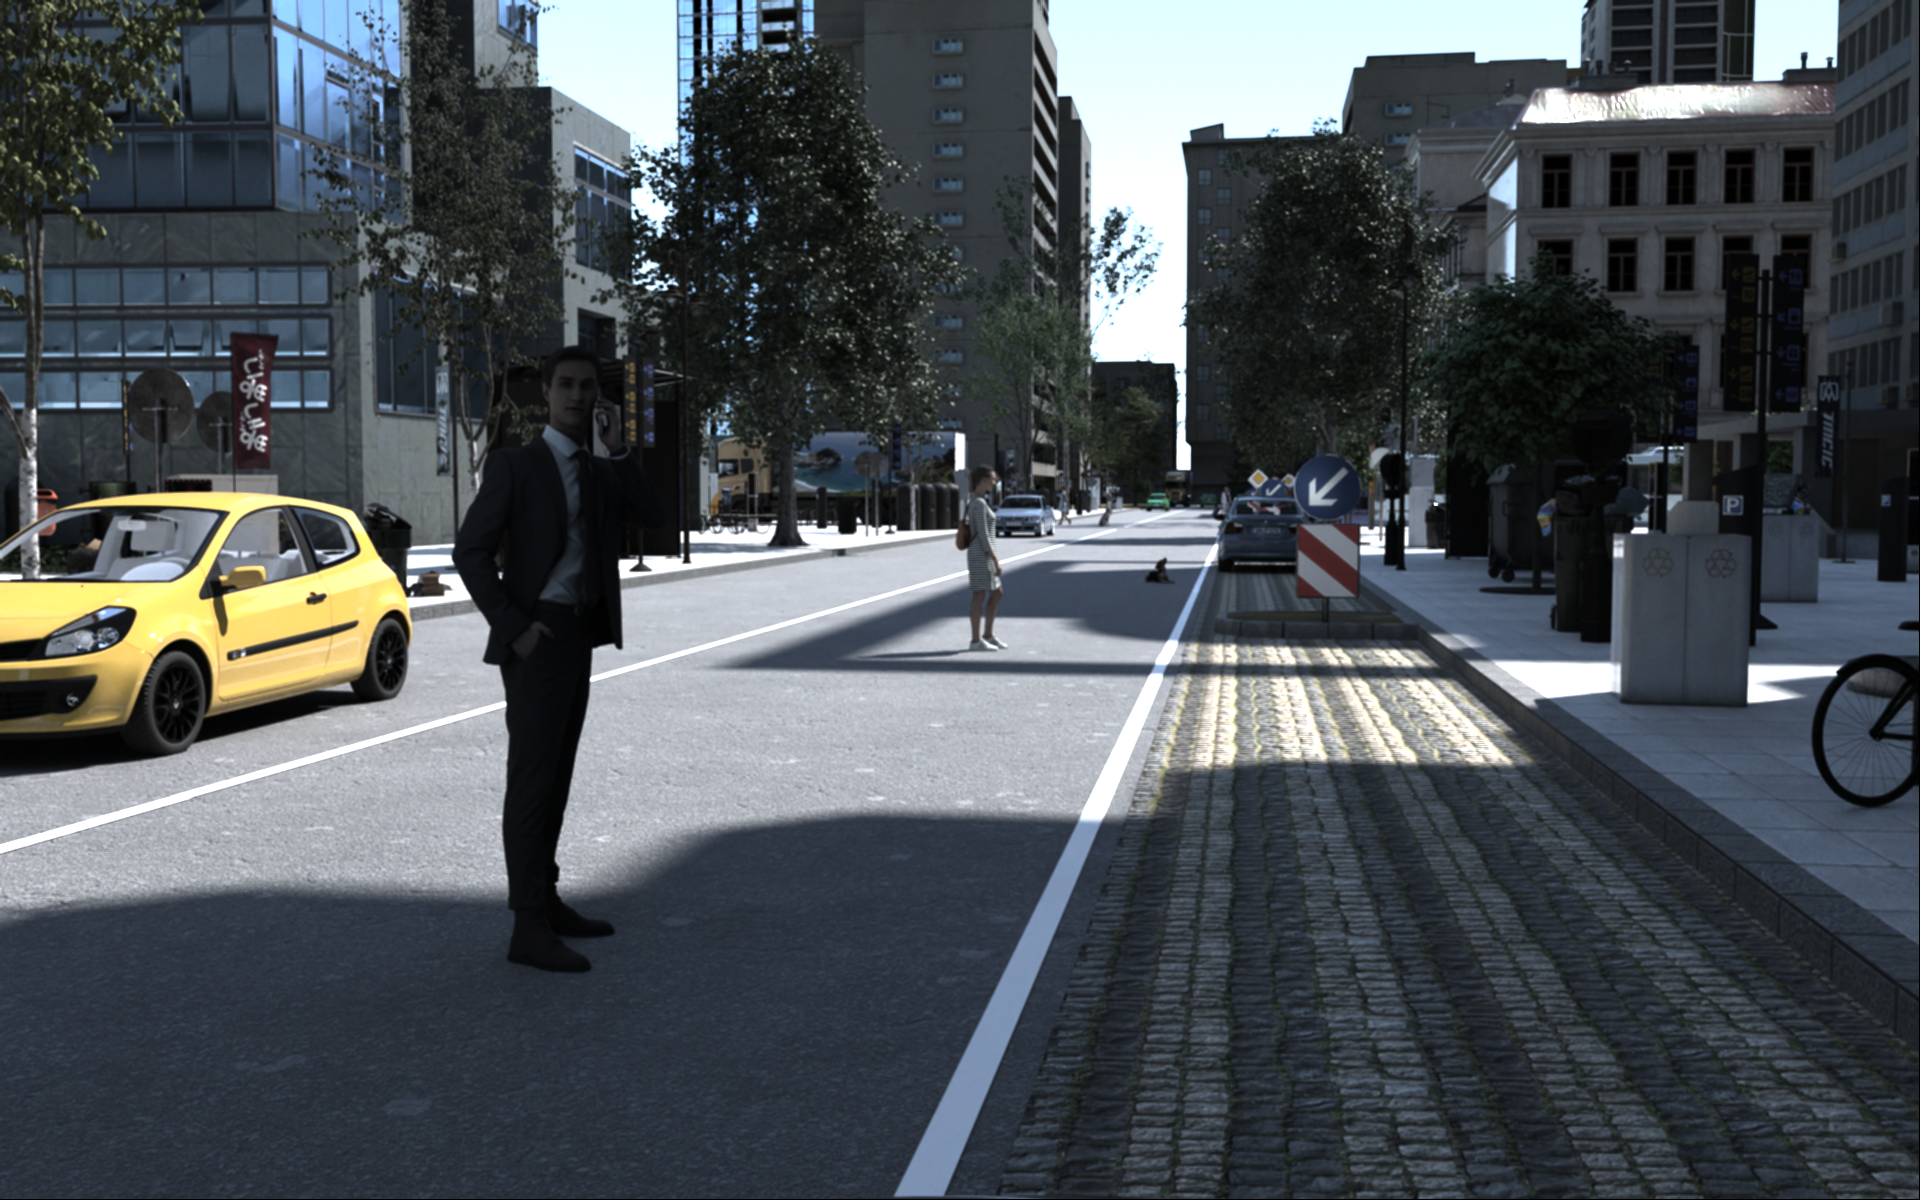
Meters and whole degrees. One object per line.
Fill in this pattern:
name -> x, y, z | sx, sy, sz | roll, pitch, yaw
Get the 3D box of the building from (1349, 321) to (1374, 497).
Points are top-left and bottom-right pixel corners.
building -> 51.419, -19.450, 163.039 | 27.650, 21.520, 28.899 | 1, 4, 9

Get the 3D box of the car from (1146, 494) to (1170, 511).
car -> 16.647, -8.362, 145.509 | 1.959, 1.807, 4.718 | 1, 4, 10

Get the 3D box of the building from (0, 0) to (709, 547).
building -> -25.863, -45.065, 49.487 | 31.000, 86.520, 22.319 | 1, 4, 9

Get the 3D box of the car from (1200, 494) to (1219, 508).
car -> 26.254, -10.618, 182.407 | 1.959, 1.807, 4.718 | 1, 4, 9

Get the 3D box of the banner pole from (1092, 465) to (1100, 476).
banner pole -> 11.830, -9.798, 150.209 | 0.863, 3.779, 0.401 | 2, 4, 24

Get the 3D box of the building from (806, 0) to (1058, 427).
building -> -2.486, -33.041, 163.923 | 21.300, 48.544, 21.600 | 1, 4, 9

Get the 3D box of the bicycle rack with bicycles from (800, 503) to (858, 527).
bicycle rack with bicycles -> -5.332, -3.403, 69.015 | 2.852, 0.926, 2.925 | 0, 4, -4

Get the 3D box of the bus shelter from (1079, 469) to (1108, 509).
bus shelter -> 11.118, -9.183, 144.069 | 2.014, 3.302, 5.546 | 1, 4, 9

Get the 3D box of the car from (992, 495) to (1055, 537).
car -> 2.161, -2.862, 58.802 | 2.014, 1.417, 4.499 | 1, 4, 11

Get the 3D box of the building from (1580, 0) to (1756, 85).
building -> 97.476, -48.963, 238.799 | 20.611, 71.187, 20.563 | 1, 4, 9

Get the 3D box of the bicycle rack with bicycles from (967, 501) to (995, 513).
bicycle rack with bicycles -> 1.413, -4.738, 90.847 | 2.925, 0.926, 2.852 | 1, 4, 23

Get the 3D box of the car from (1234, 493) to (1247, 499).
car -> 27.437, -9.677, 167.022 | 1.959, 1.807, 4.718 | 1, 4, 9

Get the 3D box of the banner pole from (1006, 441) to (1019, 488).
banner pole -> 2.536, -5.629, 82.044 | 0.863, 3.779, 0.401 | -3, 4, -36

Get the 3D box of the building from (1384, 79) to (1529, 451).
building -> 37.225, -20.471, 120.604 | 13.634, 28.700, 20.117 | 1, 4, 9

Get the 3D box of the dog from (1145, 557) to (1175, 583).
dog -> 3.268, -0.487, 28.160 | 0.550, 0.427, 0.748 | 1, 4, 15

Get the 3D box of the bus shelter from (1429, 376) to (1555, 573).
bus shelter -> 9.609, -2.434, 31.084 | 1.731, 3.624, 6.357 | 1, 4, 9

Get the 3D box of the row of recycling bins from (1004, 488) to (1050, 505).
row of recycling bins -> 4.317, -6.619, 115.331 | 3.534, 1.692, 1.069 | -1, 4, -20

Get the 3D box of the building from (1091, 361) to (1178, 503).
building -> 17.325, -25.235, 257.635 | 28.899, 21.520, 27.650 | 1, 4, 9

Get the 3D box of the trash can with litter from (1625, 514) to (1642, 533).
trash can with litter -> 12.169, -1.284, 32.374 | 1.055, 1.170, 0.624 | -2, 4, -32

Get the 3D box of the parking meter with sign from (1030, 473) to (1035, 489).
parking meter with sign -> 6.154, -9.133, 145.587 | 0.543, 3.016, 1.738 | 2, 4, 29

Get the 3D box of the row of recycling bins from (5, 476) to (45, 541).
row of recycling bins -> -22.344, -1.926, 38.595 | 3.534, 1.692, 1.069 | -2, 4, -24

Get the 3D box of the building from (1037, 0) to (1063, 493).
building -> 0.984, -45.612, 184.011 | 20.563, 71.187, 20.611 | 1, 4, 9

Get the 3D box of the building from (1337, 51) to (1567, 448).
building -> 52.559, -34.487, 187.558 | 21.300, 48.544, 21.600 | 1, 4, 9

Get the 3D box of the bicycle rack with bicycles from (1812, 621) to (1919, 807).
bicycle rack with bicycles -> 4.896, 0.401, 6.829 | 2.925, 0.926, 2.852 | 0, 4, 4

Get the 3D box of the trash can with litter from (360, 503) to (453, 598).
trash can with litter -> -6.946, -0.626, 21.625 | 1.055, 1.170, 0.624 | -3, 5, -43

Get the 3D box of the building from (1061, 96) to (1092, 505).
building -> 4.500, -35.828, 209.481 | 21.600, 48.544, 21.300 | 1, 4, 9

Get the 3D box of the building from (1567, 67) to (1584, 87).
building -> 73.318, -42.959, 244.374 | 28.212, 58.520, 21.231 | 1, 4, 9

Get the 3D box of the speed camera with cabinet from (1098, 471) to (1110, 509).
speed camera with cabinet -> 11.821, -9.351, 147.217 | 2.038, 3.252, 0.660 | 1, 4, 13

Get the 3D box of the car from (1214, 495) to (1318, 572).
car -> 5.825, -1.280, 32.933 | 2.014, 1.417, 4.499 | 1, 4, 10

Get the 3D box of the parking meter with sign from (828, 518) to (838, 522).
parking meter with sign -> -5.418, -5.198, 81.249 | 1.738, 3.016, 0.543 | -1, 4, -22

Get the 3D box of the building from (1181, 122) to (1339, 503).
building -> 46.398, -40.570, 252.559 | 27.495, 52.752, 28.713 | 1, 4, 9

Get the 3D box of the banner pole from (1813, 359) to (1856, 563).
banner pole -> 16.287, -2.582, 32.233 | 0.863, 3.779, 0.401 | 0, 4, -7

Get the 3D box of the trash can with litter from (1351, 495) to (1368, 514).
trash can with litter -> 25.213, -6.050, 109.974 | 2.233, 1.210, 1.678 | 1, 4, 23

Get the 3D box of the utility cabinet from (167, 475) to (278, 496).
utility cabinet -> -8.557, -0.701, 20.145 | 0.318, 1.500, 1.173 | 3, 5, 41

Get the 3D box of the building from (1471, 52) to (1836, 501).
building -> 36.505, -15.190, 84.516 | 21.152, 22.565, 11.583 | 1, 4, 9

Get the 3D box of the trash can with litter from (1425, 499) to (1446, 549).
trash can with litter -> 11.371, -1.773, 40.373 | 1.055, 1.170, 0.624 | 1, 4, 18

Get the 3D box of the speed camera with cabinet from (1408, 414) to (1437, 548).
speed camera with cabinet -> 11.282, -2.930, 42.234 | 0.660, 3.252, 2.038 | 1, 4, 16

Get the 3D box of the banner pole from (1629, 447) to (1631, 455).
banner pole -> 30.117, -5.404, 78.373 | 0.863, 3.779, 0.401 | -1, 4, -21

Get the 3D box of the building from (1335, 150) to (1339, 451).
building -> 52.014, -34.012, 206.209 | 14.600, 45.320, 14.200 | 1, 4, 9

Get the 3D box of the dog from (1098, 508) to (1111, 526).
dog -> 6.317, -3.684, 77.068 | 0.800, 0.831, 0.513 | 0, 4, 8

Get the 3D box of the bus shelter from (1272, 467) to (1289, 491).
bus shelter -> 25.310, -8.946, 137.556 | 1.731, 3.624, 6.357 | 1, 4, 9

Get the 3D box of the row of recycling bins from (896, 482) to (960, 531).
row of recycling bins -> -1.064, -3.337, 61.673 | 1.069, 1.692, 3.534 | 2, 4, 31

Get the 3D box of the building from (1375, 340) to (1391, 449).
building -> 40.184, -18.901, 138.701 | 12.332, 23.373, 15.834 | 1, 4, 9

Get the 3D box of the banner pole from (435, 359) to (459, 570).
banner pole -> -8.761, -2.424, 29.654 | 0.401, 3.779, 0.863 | -3, 5, -45

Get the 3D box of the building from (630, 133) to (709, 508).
building -> -21.459, -55.051, 212.747 | 31.000, 86.520, 22.319 | 1, 4, 9

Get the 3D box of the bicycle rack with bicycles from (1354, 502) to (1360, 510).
bicycle rack with bicycles -> 31.514, -7.739, 139.910 | 2.852, 0.926, 2.925 | -3, 5, -41

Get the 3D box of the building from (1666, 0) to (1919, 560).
building -> 34.177, -21.131, 37.372 | 32.217, 40.220, 23.993 | 1, 4, 9

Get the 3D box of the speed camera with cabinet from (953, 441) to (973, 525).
speed camera with cabinet -> -0.028, -4.341, 65.307 | 0.660, 3.252, 2.038 | 0, 4, -5

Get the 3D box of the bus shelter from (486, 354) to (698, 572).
bus shelter -> -6.559, -2.467, 31.619 | 1.731, 3.624, 6.357 | 1, 4, 9

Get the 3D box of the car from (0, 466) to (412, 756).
car -> -4.973, -0.035, 10.790 | 2.015, 1.641, 3.980 | 0, 4, 8

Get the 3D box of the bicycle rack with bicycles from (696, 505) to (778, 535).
bicycle rack with bicycles -> -7.292, -2.590, 55.736 | 2.852, 0.926, 2.925 | 3, 5, 43

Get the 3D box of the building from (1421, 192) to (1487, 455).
building -> 32.677, -14.460, 101.052 | 10.561, 19.102, 19.286 | 1, 4, 9
